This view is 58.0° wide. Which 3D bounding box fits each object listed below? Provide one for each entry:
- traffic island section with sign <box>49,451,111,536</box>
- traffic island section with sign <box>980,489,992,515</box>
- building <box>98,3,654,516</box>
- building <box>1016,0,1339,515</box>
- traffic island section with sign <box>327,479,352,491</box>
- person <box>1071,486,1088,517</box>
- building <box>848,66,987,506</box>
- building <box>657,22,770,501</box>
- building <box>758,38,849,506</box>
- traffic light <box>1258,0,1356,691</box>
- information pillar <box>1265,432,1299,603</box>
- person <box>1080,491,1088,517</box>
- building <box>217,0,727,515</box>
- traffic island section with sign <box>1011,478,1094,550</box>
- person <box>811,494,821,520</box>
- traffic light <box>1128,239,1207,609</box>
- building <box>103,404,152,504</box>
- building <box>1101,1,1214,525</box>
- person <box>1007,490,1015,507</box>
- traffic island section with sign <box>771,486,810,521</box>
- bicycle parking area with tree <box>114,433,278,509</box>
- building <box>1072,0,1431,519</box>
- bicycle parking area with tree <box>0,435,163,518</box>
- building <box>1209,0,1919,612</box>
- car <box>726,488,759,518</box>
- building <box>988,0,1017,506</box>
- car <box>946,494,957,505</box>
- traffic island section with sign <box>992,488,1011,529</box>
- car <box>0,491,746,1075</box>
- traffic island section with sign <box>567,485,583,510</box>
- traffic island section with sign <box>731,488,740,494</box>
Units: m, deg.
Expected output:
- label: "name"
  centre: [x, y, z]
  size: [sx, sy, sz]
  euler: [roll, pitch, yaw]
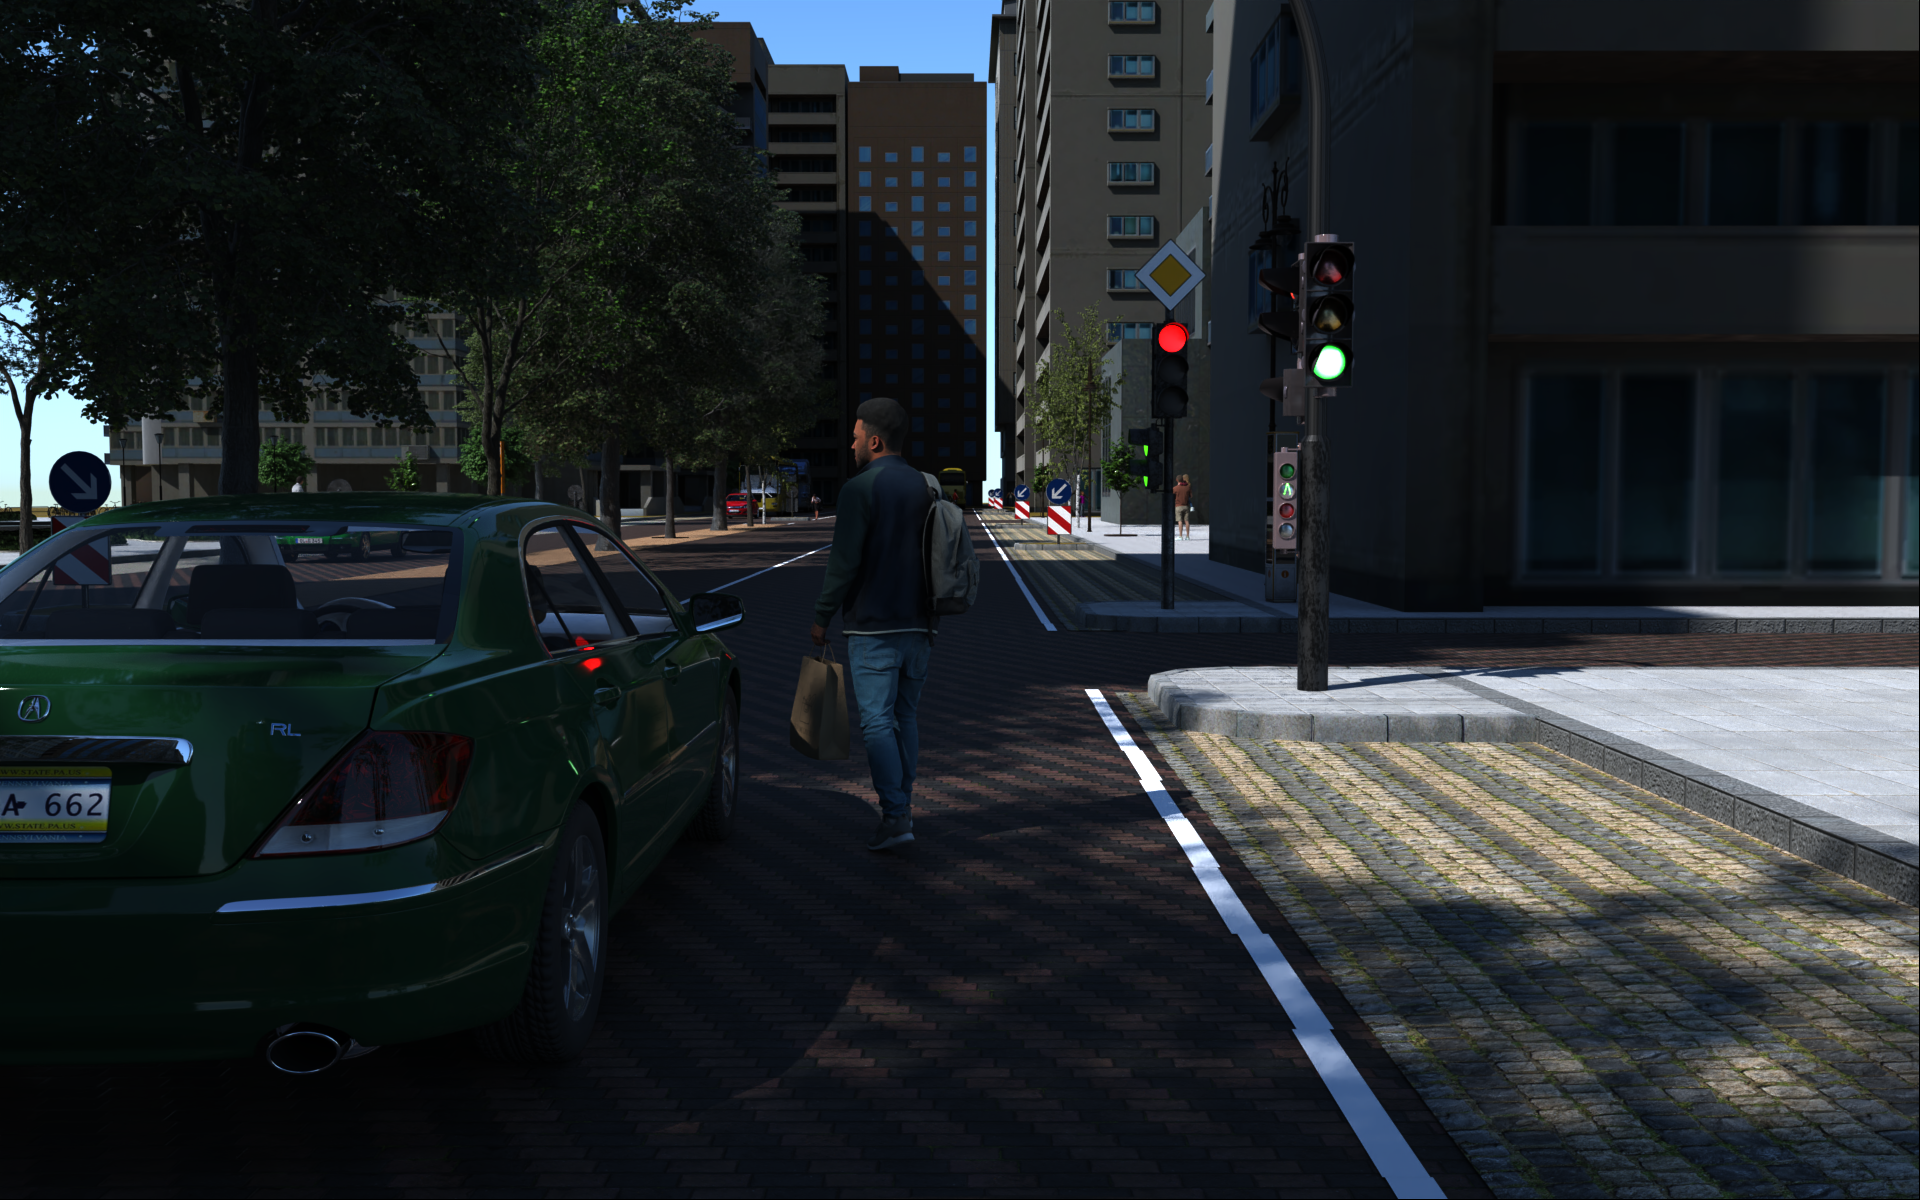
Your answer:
- label: "traffic island section with sign"
  centre: [-9.342, -0.667, 19.046]
  size: [2.006, 1.907, 1.989]
  euler: [0, 3, 0]
- label: "traffic island section with sign"
  centre: [2.556, -6.885, 121.200]
  size: [1.989, 1.847, 2.006]
  euler: [0, 3, 0]
- label: "building"
  centre: [-34.429, -25.389, 106.987]
  size: [32.217, 40.220, 23.993]
  euler: [0, 3, 0]
- label: "building"
  centre: [15.207, -30.993, 130.441]
  size: [21.300, 48.544, 21.600]
  euler: [0, 3, 0]
- label: "traffic island section with sign"
  centre: [-15.920, -2.164, 44.007]
  size: [1.989, 1.847, 2.006]
  euler: [0, 3, 0]
- label: "person"
  centre: [6.711, -5.650, 98.552]
  size: [1.348, 1.807, 0.705]
  euler: [0, 4, -2]
- label: "building"
  centre: [-4.341, -32.709, 184.896]
  size: [14.200, 45.320, 14.600]
  euler: [0, 3, 0]
- label: "building"
  centre: [-25.805, -31.367, 162.956]
  size: [14.200, 45.320, 14.600]
  euler: [0, 3, 0]
- label: "building"
  centre: [-22.234, -34.541, 188.438]
  size: [21.600, 48.544, 21.300]
  euler: [0, 3, 0]
- label: "traffic light"
  centre: [0.193, -2.230, 11.125]
  size: [4.771, 5.953, 1.251]
  euler: [0, 3, 0]
- label: "information pillar"
  centre: [3.812, -0.980, 20.519]
  size: [0.304, 2.012, 0.304]
  euler: [-1, 4, -8]
- label: "person"
  centre: [6.851, -5.308, 96.049]
  size: [0.599, 1.433, 0.991]
  euler: [3, 5, 44]
- label: "building"
  centre: [-34.686, -26.900, 131.691]
  size: [32.217, 40.220, 23.993]
  euler: [0, 3, 0]
- label: "traffic island section with sign"
  centre: [2.405, -2.204, 44.666]
  size: [1.989, 1.847, 2.006]
  euler: [0, 3, 0]
- label: "person"
  centre: [-8.108, -5.225, 97.114]
  size: [0.628, 1.438, 0.799]
  euler: [-1, 4, -19]
- label: "traffic light"
  centre: [2.302, -1.855, 19.247]
  size: [0.839, 4.253, 0.868]
  euler: [0, 3, 0]
- label: "building"
  centre: [-69.951, -31.295, 161.783]
  size: [14.200, 45.320, 14.600]
  euler: [0, 3, 0]
- label: "building"
  centre: [17.841, -45.981, 64.468]
  size: [22.319, 86.520, 31.000]
  euler: [0, 3, 0]
- label: "person"
  centre: [5.093, -10.081, 171.585]
  size: [1.217, 1.735, 0.721]
  euler: [3, 5, 40]
- label: "traffic island section with sign"
  centre: [-9.194, -5.263, 94.184]
  size: [2.006, 1.907, 1.989]
  euler: [0, 3, 0]
- label: "bicycle parking area with tree"
  centre: [-35.801, -5.912, 83.661]
  size: [8.231, 4.147, 9.016]
  euler: [-1, 4, -21]
- label: "building"
  centre: [15.832, -29.673, 108.847]
  size: [21.300, 48.544, 21.600]
  euler: [0, 3, 0]
- label: "bicycle parking area with tree"
  centre: [-46.008, -6.296, 89.935]
  size: [8.231, 4.147, 9.016]
  euler: [1, 4, 18]
- label: "building"
  centre: [15.342, -24.723, 27.924]
  size: [21.600, 48.544, 21.300]
  euler: [0, 3, 0]
- label: "car"
  centre: [-12.806, -5.604, 100.666]
  size: [2.155, 1.783, 4.494]
  euler: [0, 4, 1]
- label: "building"
  centre: [17.032, -36.826, 191.348]
  size: [27.495, 52.752, 28.713]
  euler: [0, 3, 0]
- label: "car"
  centre: [-1.171, -6.407, 114.548]
  size: [2.009, 1.686, 4.222]
  euler: [0, 4, -1]
- label: "traffic island section with sign"
  centre: [2.459, -3.894, 72.293]
  size: [1.989, 1.847, 2.006]
  euler: [0, 3, 0]
- label: "car"
  centre: [-1.858, 0.367, 5.797]
  size: [2.131, 1.459, 4.920]
  euler: [0, 3, 0]
- label: "traffic island section with sign"
  centre: [-15.874, -3.828, 71.212]
  size: [1.989, 1.847, 2.006]
  euler: [0, 3, 0]
- label: "traffic island section with sign"
  centre: [-15.756, -6.917, 121.714]
  size: [1.989, 1.847, 2.006]
  euler: [0, 3, 0]
